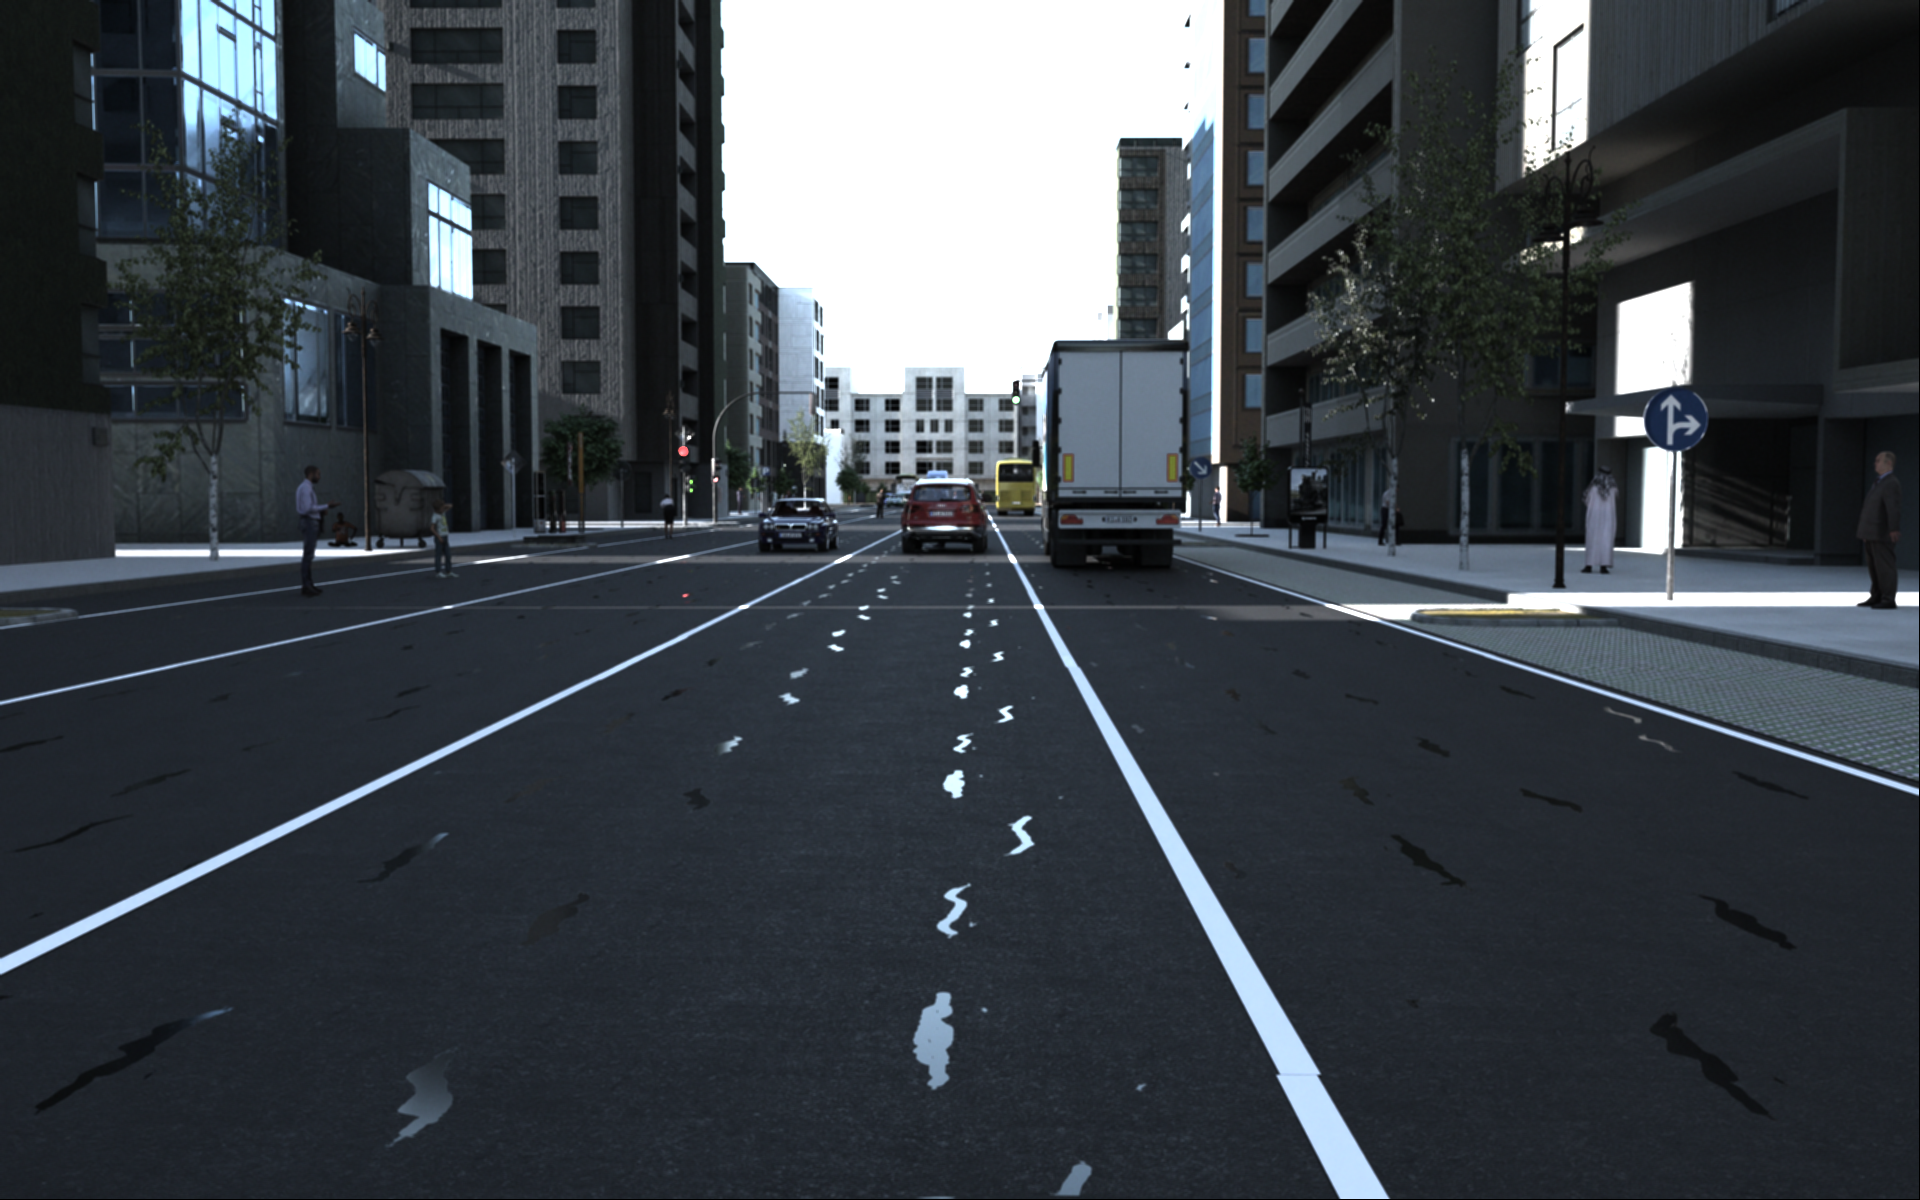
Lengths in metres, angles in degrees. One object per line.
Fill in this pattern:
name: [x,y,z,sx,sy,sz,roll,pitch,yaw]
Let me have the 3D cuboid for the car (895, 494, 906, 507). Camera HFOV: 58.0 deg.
car: [-6.481,-11.650,199.280,1.959,1.807,4.718,0,4,1]

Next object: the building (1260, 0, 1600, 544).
building: [21.880,-26.279,53.362,21.300,48.544,21.600,0,4,1]

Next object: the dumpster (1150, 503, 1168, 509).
dumpster: [8.748,-4.644,78.421,1.502,2.255,1.985,0,4,1]

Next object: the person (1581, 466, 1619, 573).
person: [10.395,-1.306,28.064,0.551,1.740,0.621,0,4,-4]

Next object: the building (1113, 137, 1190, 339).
building: [19.528,-22.721,143.195,14.160,30.474,14.107,0,4,1]

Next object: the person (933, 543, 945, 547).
person: [-0.615,-2.302,46.847,0.504,1.737,0.576,-1,4,-17]

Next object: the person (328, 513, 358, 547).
person: [-15.011,-1.701,42.141,0.859,0.850,0.655,-1,4,-18]

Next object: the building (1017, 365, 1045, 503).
building: [13.969,-23.914,247.405,11.380,20.091,16.016,0,4,1]

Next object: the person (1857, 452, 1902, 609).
person: [10.337,-0.789,19.488,0.434,1.755,0.990,1,4,12]

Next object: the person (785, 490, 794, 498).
person: [-6.602,-3.458,67.105,0.516,1.574,0.319,0,4,7]

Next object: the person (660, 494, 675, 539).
person: [-9.374,-2.695,55.755,0.799,1.438,0.628,3,5,44]

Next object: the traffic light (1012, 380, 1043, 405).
traffic light: [4.434,-5.758,68.807,4.771,5.953,1.251,0,4,1]

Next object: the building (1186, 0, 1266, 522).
building: [19.014,-26.578,84.659,14.200,45.320,14.600,0,4,1]

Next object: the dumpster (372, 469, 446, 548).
dumpster: [-13.229,-2.194,41.625,1.264,1.857,1.865,0,4,1]

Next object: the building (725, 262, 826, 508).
building: [-28.400,-19.871,168.862,27.936,21.610,32.646,0,4,1]

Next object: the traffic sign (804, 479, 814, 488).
traffic sign: [-12.293,-8.626,141.039,0.884,2.594,0.081,0,4,4]

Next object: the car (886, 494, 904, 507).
car: [-7.075,-10.925,190.414,2.131,1.459,4.920,0,3,0]

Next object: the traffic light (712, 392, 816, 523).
traffic light: [-8.783,-6.264,77.082,4.771,5.953,1.251,0,4,1]

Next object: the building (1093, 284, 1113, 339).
building: [20.285,-18.485,158.644,16.016,20.091,11.380,0,4,1]

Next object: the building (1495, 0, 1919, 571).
building: [26.405,-26.859,28.386,28.713,52.752,27.495,0,4,1]

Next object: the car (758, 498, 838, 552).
car: [-4.108,-1.939,44.290,1.945,1.354,3.894,0,4,1]

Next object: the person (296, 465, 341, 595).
person: [-9.156,-1.001,24.741,0.599,1.838,0.709,-2,4,-25]

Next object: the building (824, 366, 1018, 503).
building: [-7.665,-23.318,247.708,31.486,18.905,16.747,0,4,1]

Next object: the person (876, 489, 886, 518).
person: [-4.732,-5.783,103.731,0.565,1.739,0.600,0,4,-8]

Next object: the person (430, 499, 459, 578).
person: [-8.849,-1.058,29.714,0.340,1.345,0.435,0,4,6]

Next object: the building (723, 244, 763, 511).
building: [-30.072,-17.218,126.550,27.650,21.520,28.899,0,4,1]

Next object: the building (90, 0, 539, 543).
building: [-31.806,-45.288,53.129,31.000,86.520,22.319,0,4,1]

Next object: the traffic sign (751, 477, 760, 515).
traffic sign: [-12.538,-6.369,106.260,0.606,2.300,0.079,0,4,6]

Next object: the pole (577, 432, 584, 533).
pole: [-12.527,-3.876,57.220,0.158,3.312,0.155,0,3,0]

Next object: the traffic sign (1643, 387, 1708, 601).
traffic sign: [8.551,-1.265,20.786,0.768,2.556,0.104,0,4,1]

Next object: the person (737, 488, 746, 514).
person: [-13.837,-6.319,109.814,0.568,1.767,0.683,-1,4,-14]

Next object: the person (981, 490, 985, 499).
person: [1.978,-8.581,148.930,0.434,1.807,0.598,1,4,22]

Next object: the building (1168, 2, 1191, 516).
building: [22.991,-48.824,110.952,22.319,86.520,31.000,0,4,1]

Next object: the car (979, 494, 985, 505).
car: [0.893,-6.884,122.140,1.945,1.707,3.694,0,4,2]

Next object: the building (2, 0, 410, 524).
building: [-37.459,-19.365,88.317,14.107,30.474,14.160,0,4,1]

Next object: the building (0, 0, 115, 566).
building: [-24.205,-15.639,27.394,14.160,30.474,14.107,0,4,1]

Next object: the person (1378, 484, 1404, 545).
person: [10.771,-2.140,43.240,0.590,1.554,0.614,2,4,34]

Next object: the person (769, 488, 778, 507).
person: [-13.834,-7.483,129.106,0.841,1.734,0.376,-2,4,-33]

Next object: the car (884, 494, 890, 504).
car: [-9.351,-13.183,225.134,1.945,1.707,3.694,0,4,1]

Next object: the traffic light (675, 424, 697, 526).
traffic light: [-10.954,-4.903,69.083,0.839,4.253,0.868,0,4,1]

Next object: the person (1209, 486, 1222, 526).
person: [10.237,-3.732,69.023,0.435,1.587,0.963,2,4,26]

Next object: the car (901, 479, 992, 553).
car: [-0.344,-2.148,43.792,2.281,1.827,5.304,0,4,2]

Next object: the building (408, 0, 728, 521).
building: [-19.743,-19.281,86.941,14.160,30.474,14.107,0,4,1]

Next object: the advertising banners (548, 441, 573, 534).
advertising banners: [-13.143,-3.727,57.126,0.090,3.025,2.074,1,4,10]

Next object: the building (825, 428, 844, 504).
building: [-29.133,-17.075,221.324,28.070,9.664,9.099,0,4,1]

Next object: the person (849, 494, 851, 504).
person: [-14.858,-13.601,234.129,0.557,1.426,1.065,0,4,-3]
